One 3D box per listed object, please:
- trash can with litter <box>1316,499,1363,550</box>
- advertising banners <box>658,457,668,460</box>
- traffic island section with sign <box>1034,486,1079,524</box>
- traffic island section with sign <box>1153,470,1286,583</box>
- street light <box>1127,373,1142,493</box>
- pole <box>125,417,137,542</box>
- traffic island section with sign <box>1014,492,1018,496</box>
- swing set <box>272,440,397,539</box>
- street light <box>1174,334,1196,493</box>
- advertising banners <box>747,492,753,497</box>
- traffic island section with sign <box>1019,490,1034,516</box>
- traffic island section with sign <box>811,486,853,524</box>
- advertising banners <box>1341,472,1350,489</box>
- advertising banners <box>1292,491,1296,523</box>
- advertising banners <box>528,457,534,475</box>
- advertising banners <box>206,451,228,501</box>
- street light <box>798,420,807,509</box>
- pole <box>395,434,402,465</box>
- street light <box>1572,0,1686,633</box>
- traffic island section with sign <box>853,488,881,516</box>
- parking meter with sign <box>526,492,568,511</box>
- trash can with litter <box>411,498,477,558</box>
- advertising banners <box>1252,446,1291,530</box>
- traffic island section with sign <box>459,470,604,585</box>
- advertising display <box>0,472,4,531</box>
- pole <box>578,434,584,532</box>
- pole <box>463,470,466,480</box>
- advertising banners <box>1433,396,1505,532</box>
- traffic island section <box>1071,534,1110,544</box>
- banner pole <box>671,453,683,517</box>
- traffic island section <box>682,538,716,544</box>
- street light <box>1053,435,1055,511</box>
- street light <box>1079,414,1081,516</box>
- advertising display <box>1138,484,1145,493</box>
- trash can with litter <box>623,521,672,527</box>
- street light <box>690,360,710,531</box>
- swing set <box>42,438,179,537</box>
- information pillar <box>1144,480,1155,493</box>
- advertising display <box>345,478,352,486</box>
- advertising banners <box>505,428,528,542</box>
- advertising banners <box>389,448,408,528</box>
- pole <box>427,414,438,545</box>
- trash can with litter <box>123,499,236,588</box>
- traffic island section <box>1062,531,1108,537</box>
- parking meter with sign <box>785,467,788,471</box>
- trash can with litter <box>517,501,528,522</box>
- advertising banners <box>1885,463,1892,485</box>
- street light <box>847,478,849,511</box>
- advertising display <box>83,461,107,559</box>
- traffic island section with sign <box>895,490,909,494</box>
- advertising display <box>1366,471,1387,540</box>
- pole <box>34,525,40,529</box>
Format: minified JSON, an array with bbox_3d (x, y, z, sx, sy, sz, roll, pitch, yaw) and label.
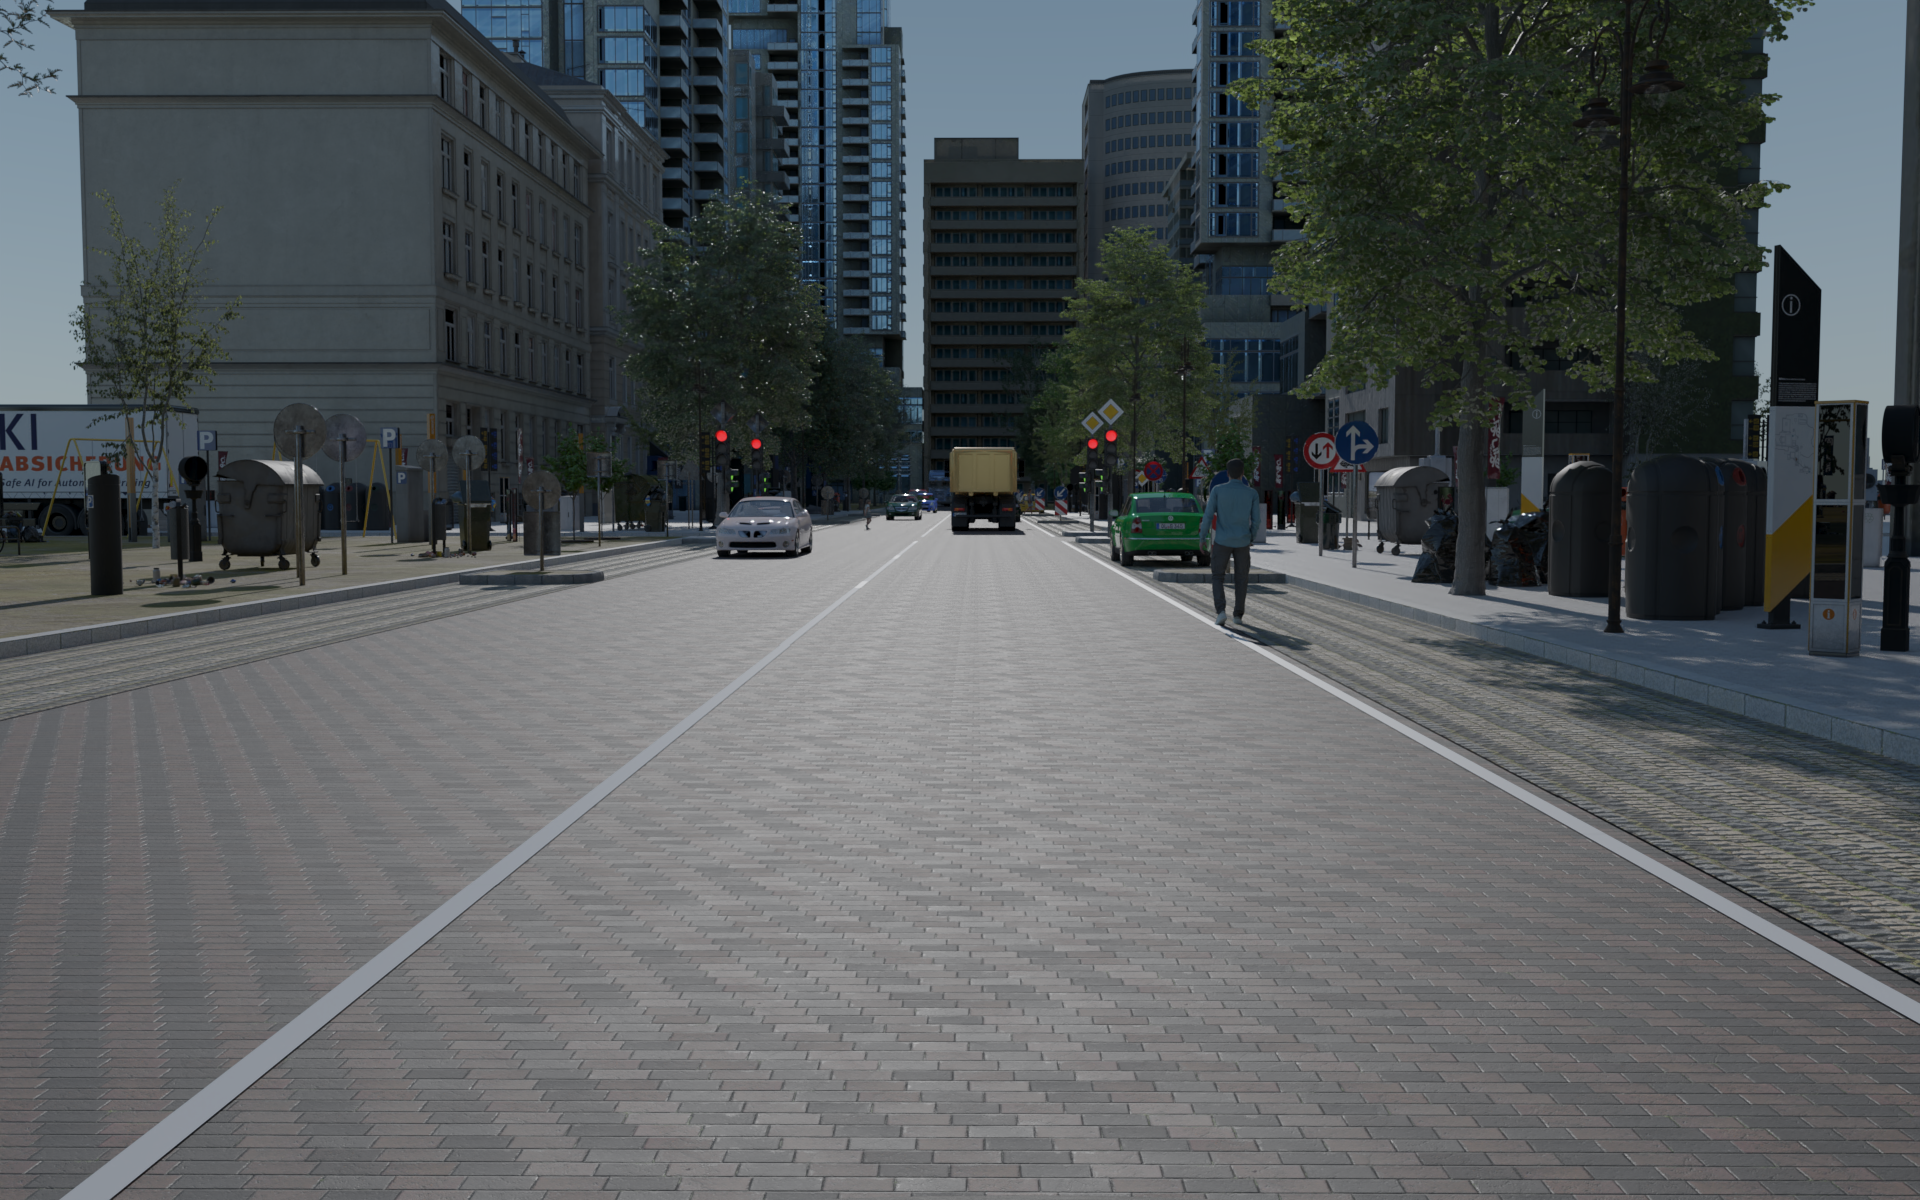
[{"bbox_3d":[8.738,-1.742,39.862,1.055,1.170,0.624,2,4,28],"label":"trash can with litter"},{"bbox_3d":[-14.856,-5.283,82.565,2.074,3.025,0.090,1,4,15],"label":"advertising banners"},{"bbox_3d":[4.766,-4.625,84.249,1.989,1.847,2.006,0,4,1],"label":"traffic island section with sign"},{"bbox_3d":[4.236,-1.224,28.642,1.989,1.847,2.006,0,4,1],"label":"traffic island section with sign"},{"bbox_3d":[6.586,-5.663,65.377,0.468,5.910,1.993,0,4,1],"label":"street light"},{"bbox_3d":[-22.094,-3.200,46.163,0.158,3.312,0.155,0,3,0],"label":"pole"},{"bbox_3d":[5.738,-10.969,187.971,1.989,1.847,2.006,0,4,1],"label":"traffic island section with sign"},{"bbox_3d":[-18.010,-3.148,49.093,3.119,2.851,2.862,-3,4,-37],"label":"swing set"},{"bbox_3d":[6.486,-4.729,50.114,0.468,5.910,1.993,0,4,1],"label":"street light"},{"bbox_3d":[-15.274,-8.328,132.350,2.074,3.025,0.090,0,4,4],"label":"advertising banners"},{"bbox_3d":[5.010,-6.300,111.637,1.989,1.847,2.006,0,4,1],"label":"traffic island section with sign"},{"bbox_3d":[-6.356,-4.596,83.765,1.989,1.847,2.006,0,4,1],"label":"traffic island section with sign"},{"bbox_3d":[19.531,-5.406,84.570,2.074,3.025,0.090,1,4,21],"label":"advertising banners"},{"bbox_3d":[14.624,-4.903,76.358,2.074,3.025,0.090,-2,4,-29],"label":"advertising banners"},{"bbox_3d":[-19.864,-5.280,82.508,0.090,3.025,2.074,3,4,37],"label":"advertising banners"},{"bbox_3d":[-30.193,-4.493,69.640,0.090,3.025,2.074,1,4,23],"label":"advertising banners"},{"bbox_3d":[-8.493,-7.397,93.723,0.468,5.910,1.993,0,4,1],"label":"street light"},{"bbox_3d":[-19.154,-3.994,59.146,0.158,3.312,0.155,0,3,0],"label":"pole"},{"bbox_3d":[6.060,-2.635,15.874,0.468,5.910,1.993,0,4,1],"label":"street light"},{"bbox_3d":[-6.110,-6.253,110.860,1.989,1.847,2.006,0,4,1],"label":"traffic island section with sign"},{"bbox_3d":[-16.413,-4.446,68.954,1.738,3.016,0.543,1,4,10],"label":"parking meter with sign"},{"bbox_3d":[-10.488,-1.509,35.727,1.678,1.210,2.233,0,4,6],"label":"trash can with litter"},{"bbox_3d":[11.241,-4.084,62.954,0.090,3.025,2.074,-2,4,-28],"label":"advertising banners"},{"bbox_3d":[-6.887,-1.196,28.177,1.989,1.847,2.006,0,4,1],"label":"traffic island section with sign"},{"bbox_3d":[-28.285,-2.772,50.538,0.974,1.923,0.123,2,4,26],"label":"advertising display"},{"bbox_3d":[-12.764,-3.948,58.390,0.158,3.312,0.155,0,3,0],"label":"pole"},{"bbox_3d":[-19.424,-4.538,68.037,0.158,3.312,0.155,0,3,0],"label":"pole"},{"bbox_3d":[8.995,-2.099,30.514,2.074,3.025,0.090,-3,5,-40],"label":"advertising banners"},{"bbox_3d":[4.445,-1.761,51.069,2.009,0.180,2.903,0,4,1],"label":"traffic island section"},{"bbox_3d":[-15.893,-6.540,96.939,0.863,3.779,0.401,-2,4,-28],"label":"banner pole"},{"bbox_3d":[-6.996,-1.768,51.181,2.009,0.180,2.903,0,4,1],"label":"traffic island section"},{"bbox_3d":[7.300,-9.840,133.672,0.468,5.910,1.993,0,4,1],"label":"street light"},{"bbox_3d":[6.929,-7.757,99.614,0.468,5.910,1.993,0,4,1],"label":"street light"},{"bbox_3d":[9.403,-5.207,90.341,0.123,1.923,0.974,-1,4,-22],"label":"advertising display"},{"bbox_3d":[-12.316,-3.475,67.878,2.233,1.210,1.678,-2,4,-26],"label":"trash can with litter"},{"bbox_3d":[-8.971,-5.322,59.798,0.468,5.910,1.993,0,4,1],"label":"street light"},{"bbox_3d":[-24.052,-3.184,49.674,2.862,2.851,3.119,2,4,26],"label":"swing set"},{"bbox_3d":[9.506,-5.067,87.329,0.304,2.012,0.304,-2,4,-35],"label":"information pillar"},{"bbox_3d":[-24.534,-3.927,69.427,0.123,1.923,0.974,0,4,-5],"label":"advertising display"},{"bbox_3d":[-11.989,-3.081,46.569,0.090,3.025,2.074,-2,4,-26],"label":"advertising banners"},{"bbox_3d":[-21.981,-4.281,66.176,2.074,3.025,0.090,1,4,15],"label":"advertising banners"},{"bbox_3d":[-13.404,-3.066,43.973,0.158,3.312,0.155,0,3,0],"label":"pole"},{"bbox_3d":[-11.159,-0.822,24.493,1.678,1.210,2.233,-1,4,-23],"label":"trash can with litter"},{"bbox_3d":[4.520,-2.249,59.054,2.009,0.180,2.903,0,4,1],"label":"traffic island section"},{"bbox_3d":[-10.927,-6.907,109.196,0.543,3.016,1.738,1,4,8],"label":"parking meter with sign"},{"bbox_3d":[-19.841,-4.158,79.365,0.624,1.170,1.055,2,4,27],"label":"trash can with litter"},{"bbox_3d":[36.023,-4.258,65.809,2.074,3.025,0.090,0,4,-3],"label":"advertising banners"},{"bbox_3d":[-8.265,-9.472,127.650,0.468,5.910,1.993,0,4,1],"label":"street light"},{"bbox_3d":[-16.815,-1.743,33.718,0.123,1.923,0.974,-3,5,-44],"label":"advertising display"},{"bbox_3d":[-5.629,-9.355,161.576,1.989,1.847,2.006,0,4,1],"label":"traffic island section with sign"},{"bbox_3d":[11.878,-2.645,48.461,0.974,1.923,0.123,0,4,3],"label":"advertising display"},{"bbox_3d":[-33.760,-4.244,63.239,0.158,3.312,0.155,0,3,0],"label":"pole"}]
